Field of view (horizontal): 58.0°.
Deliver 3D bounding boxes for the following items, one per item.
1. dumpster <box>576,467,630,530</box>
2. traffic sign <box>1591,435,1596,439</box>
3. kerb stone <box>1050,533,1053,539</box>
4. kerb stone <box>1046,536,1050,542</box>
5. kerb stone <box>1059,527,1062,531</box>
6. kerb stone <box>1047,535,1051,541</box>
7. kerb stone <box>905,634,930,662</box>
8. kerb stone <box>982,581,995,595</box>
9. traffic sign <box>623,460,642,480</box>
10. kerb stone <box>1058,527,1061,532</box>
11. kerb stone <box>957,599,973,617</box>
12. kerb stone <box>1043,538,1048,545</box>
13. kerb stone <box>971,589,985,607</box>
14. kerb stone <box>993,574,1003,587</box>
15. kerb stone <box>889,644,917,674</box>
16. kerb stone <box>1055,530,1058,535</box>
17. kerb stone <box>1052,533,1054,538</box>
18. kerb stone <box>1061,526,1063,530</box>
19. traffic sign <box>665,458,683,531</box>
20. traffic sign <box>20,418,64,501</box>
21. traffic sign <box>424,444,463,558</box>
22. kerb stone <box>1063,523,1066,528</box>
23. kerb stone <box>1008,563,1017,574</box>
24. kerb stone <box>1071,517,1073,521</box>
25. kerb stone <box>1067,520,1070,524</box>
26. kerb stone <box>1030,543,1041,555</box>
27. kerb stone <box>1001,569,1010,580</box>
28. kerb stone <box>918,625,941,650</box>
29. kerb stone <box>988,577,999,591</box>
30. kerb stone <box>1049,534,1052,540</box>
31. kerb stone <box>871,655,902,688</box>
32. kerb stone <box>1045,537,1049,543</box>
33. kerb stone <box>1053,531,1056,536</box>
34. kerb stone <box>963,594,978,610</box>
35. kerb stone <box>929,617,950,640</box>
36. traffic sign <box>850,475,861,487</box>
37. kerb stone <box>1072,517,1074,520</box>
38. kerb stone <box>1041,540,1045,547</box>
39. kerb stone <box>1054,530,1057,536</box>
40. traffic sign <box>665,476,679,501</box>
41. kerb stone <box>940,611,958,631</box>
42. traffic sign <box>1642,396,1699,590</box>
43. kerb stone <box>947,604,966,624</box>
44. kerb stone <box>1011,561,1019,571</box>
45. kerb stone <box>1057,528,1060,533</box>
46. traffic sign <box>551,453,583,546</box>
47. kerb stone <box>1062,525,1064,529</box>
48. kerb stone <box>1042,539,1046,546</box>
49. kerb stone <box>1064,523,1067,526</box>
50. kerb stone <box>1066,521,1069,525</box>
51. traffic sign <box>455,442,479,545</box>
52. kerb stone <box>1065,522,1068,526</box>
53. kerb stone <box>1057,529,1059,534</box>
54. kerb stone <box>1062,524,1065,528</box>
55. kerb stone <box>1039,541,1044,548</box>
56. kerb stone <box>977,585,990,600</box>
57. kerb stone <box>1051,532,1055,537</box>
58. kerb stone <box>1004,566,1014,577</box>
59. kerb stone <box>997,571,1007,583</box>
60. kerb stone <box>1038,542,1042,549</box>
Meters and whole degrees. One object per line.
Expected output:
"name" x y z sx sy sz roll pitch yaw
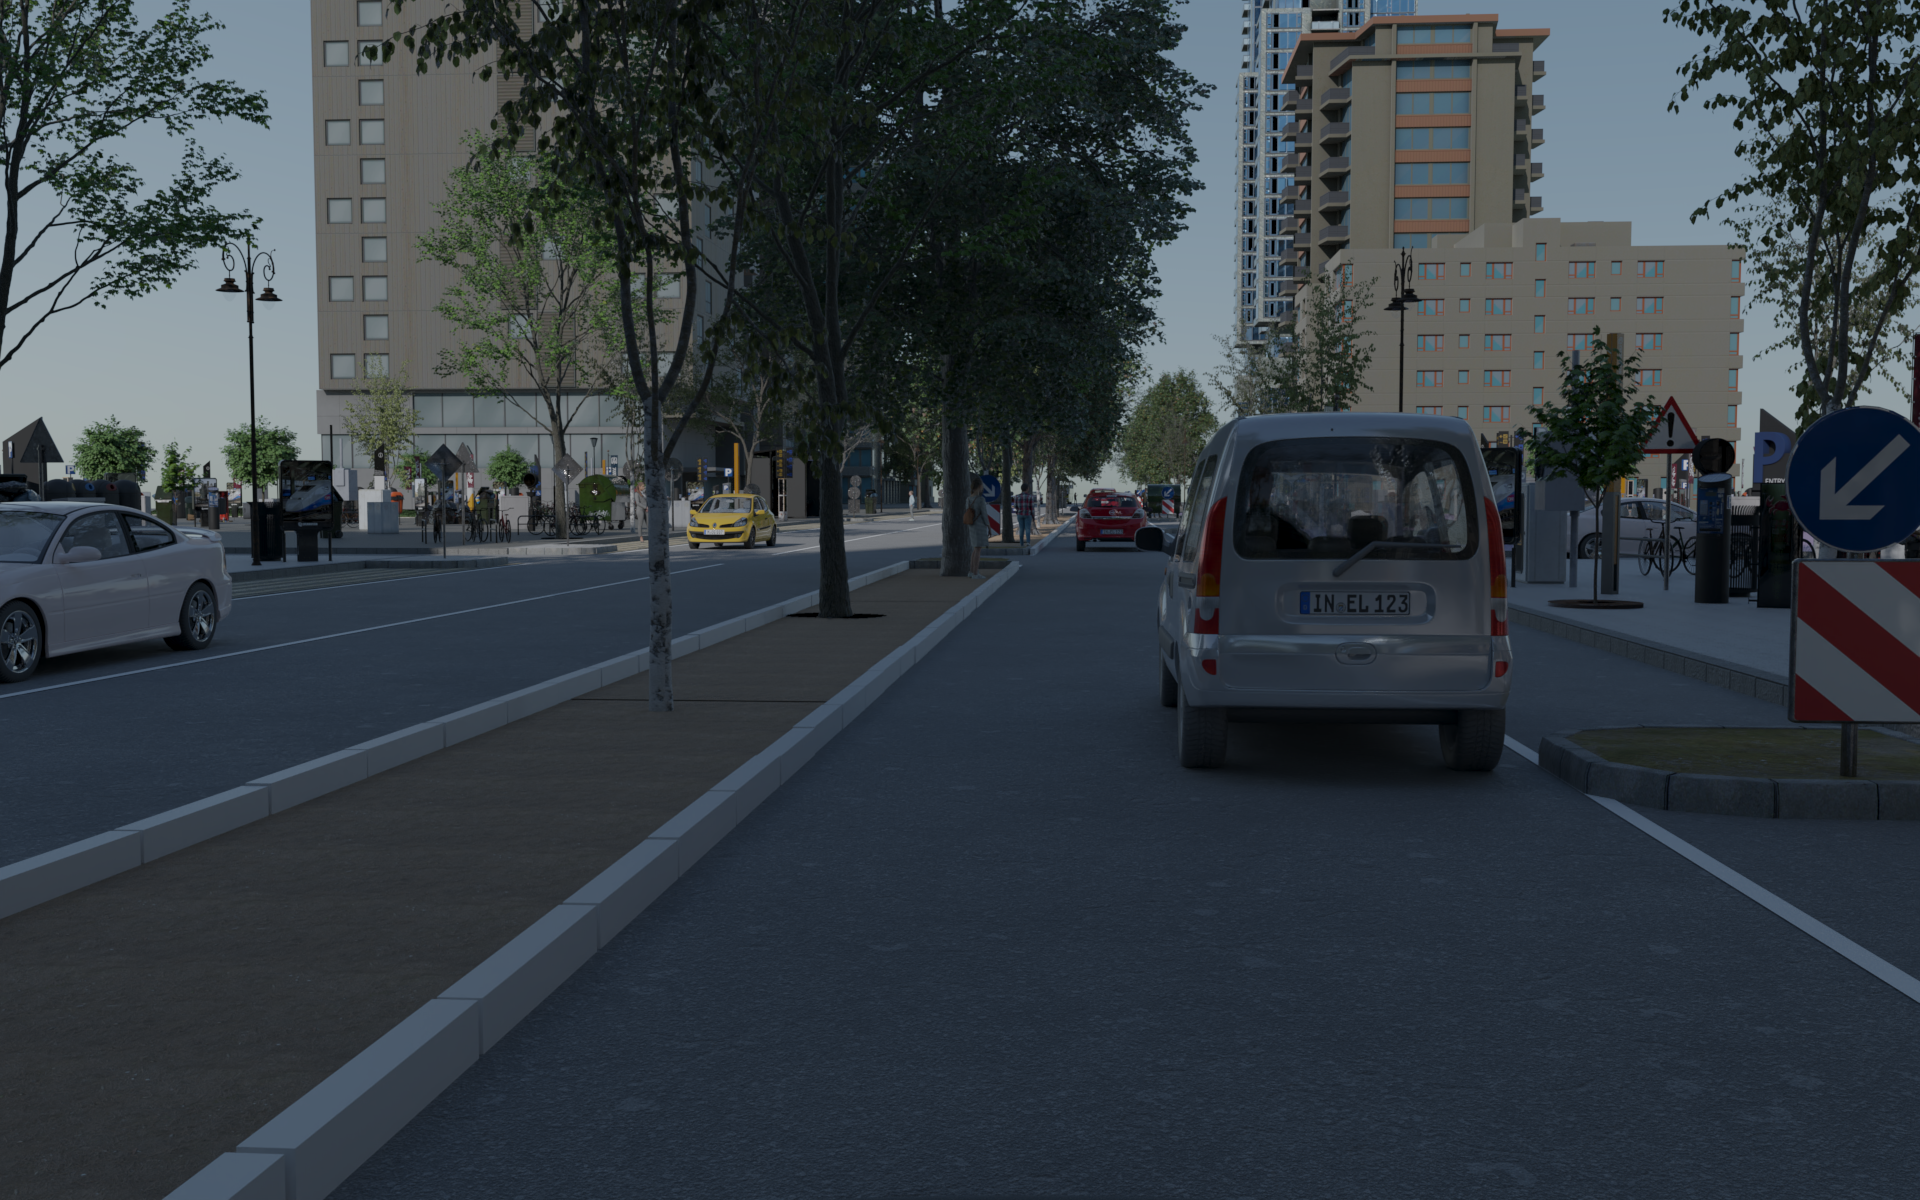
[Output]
"dumpster" -12.795 -3.644 62.069 1.502 2.255 1.985 0 4 5
"traffic sign" 9.754 -1.470 26.158 0.606 2.300 0.079 1 4 11
"kerb stone" 2.679 -1.854 52.511 0.120 0.150 1.000 0 4 5
"kerb stone" 2.427 -1.667 49.449 0.120 0.150 1.000 0 4 5
"kerb stone" 3.517 -2.478 62.718 0.120 0.150 1.000 0 4 5
"kerb stone" 2.507 -1.729 50.467 0.120 0.150 1.000 0 4 5
"kerb stone" -0.392 0.434 15.144 0.120 0.150 1.000 0 4 5
"kerb stone" 0.360 -0.133 24.373 0.120 0.150 1.000 0 4 5
"traffic sign" -12.077 -3.899 63.859 0.768 2.556 0.104 1 4 11
"kerb stone" 3.424 -2.413 61.698 0.120 0.150 1.000 0 4 5
"kerb stone" 0.027 0.119 20.254 0.120 0.150 1.000 0 4 5
"kerb stone" 2.255 -1.541 47.398 0.120 0.150 1.000 0 4 5
"kerb stone" 0.198 -0.007 22.310 0.120 0.150 1.000 0 4 5
"kerb stone" 0.524 -0.254 26.411 0.120 0.150 1.000 0 4 5
"kerb stone" -0.487 0.495 14.121 0.120 0.150 1.000 0 4 5
"kerb stone" 3.090 -2.166 57.611 0.120 0.150 1.000 0 4 5
"kerb stone" 2.758 -1.917 53.531 0.120 0.150 1.000 0 4 5
"kerb stone" 3.693 -2.603 64.754 0.120 0.150 1.000 0 4 5
"traffic sign" -10.016 -3.686 60.367 0.768 2.556 0.104 1 4 11
"traffic sign" -15.640 -1.804 29.497 0.884 2.594 0.081 1 4 14
"traffic sign" -10.266 -1.885 34.457 0.795 2.450 0.064 0 4 5
"kerb stone" 4.101 -2.915 69.861 0.120 0.150 1.000 0 4 5
"kerb stone" 0.869 -0.508 30.505 0.120 0.150 1.000 0 4 5
"kerb stone" 5.438 -3.915 86.213 0.120 0.150 1.000 0 4 5
"kerb stone" 4.691 -3.353 77.020 0.120 0.150 1.000 0 4 5
"kerb stone" 1.834 -1.229 42.296 0.120 0.150 1.000 0 4 5
"kerb stone" 0.693 -0.379 28.462 0.120 0.150 1.000 0 4 5
"kerb stone" -0.312 0.371 16.164 0.120 0.150 1.000 0 4 5
"kerb stone" 0.448 -0.195 25.391 0.120 0.150 1.000 0 4 5
"kerb stone" 2.595 -1.791 51.487 0.120 0.150 1.000 0 4 5
"kerb stone" -0.572 0.556 13.102 0.120 0.150 1.000 0 4 5
"kerb stone" 2.345 -1.604 48.426 0.120 0.150 1.000 0 4 5
"kerb stone" 2.919 -2.041 55.569 0.120 0.150 1.000 0 4 5
"kerb stone" 0.100 0.056 21.277 0.120 0.150 1.000 0 4 5
"kerb stone" -0.230 0.307 17.183 0.120 0.150 1.000 0 4 5
"traffic sign" -7.079 -7.185 117.579 0.768 2.556 0.104 0 4 7
"kerb stone" 5.539 -3.978 87.235 0.120 0.150 1.000 0 4 5
"kerb stone" 2.083 -1.416 45.351 0.120 0.150 1.000 0 4 5
"kerb stone" 3.006 -2.104 56.593 0.120 0.150 1.000 0 4 5
"traffic sign" -11.602 -4.258 69.718 0.768 2.556 0.104 1 4 13
"kerb stone" -0.151 0.249 18.210 0.120 0.150 1.000 0 4 5
"traffic sign" 9.423 -1.409 23.037 0.884 2.594 0.081 1 4 9
"kerb stone" -0.066 0.181 19.236 0.120 0.150 1.000 0 4 5
"kerb stone" 0.953 -0.571 31.524 0.120 0.150 1.000 0 4 5
"kerb stone" 3.347 -2.353 60.666 0.120 0.150 1.000 0 4 5
"traffic sign" -9.612 -2.371 42.415 0.795 2.450 0.064 0 4 5
"kerb stone" 3.851 -2.727 66.792 0.120 0.150 1.000 0 4 5
"kerb stone" 2.169 -1.479 46.379 0.120 0.150 1.000 0 4 5
"kerb stone" 4.188 -2.976 70.879 0.120 0.150 1.000 0 4 5
"kerb stone" 4.526 -3.226 74.979 0.120 0.150 1.000 0 4 5
"traffic sign" -12.443 -2.652 43.364 0.884 2.594 0.081 1 4 14
"kerb stone" 4.354 -3.103 72.934 0.120 0.150 1.000 0 4 5
"kerb stone" 3.266 -2.290 59.647 0.120 0.150 1.000 0 4 5
"kerb stone" 3.927 -2.791 67.824 0.120 0.150 1.000 0 4 5
"kerb stone" 2.001 -1.353 44.333 0.120 0.150 1.000 0 4 5
"kerb stone" 0.275 -0.070 23.344 0.120 0.150 1.000 0 4 5
"kerb stone" 2.843 -1.974 54.550 0.120 0.150 1.000 0 4 5
"kerb stone" 0.784 -0.445 29.486 0.120 0.150 1.000 0 4 5
"kerb stone" 0.611 -0.321 27.436 0.120 0.150 1.000 0 4 5
"kerb stone" 1.921 -1.292 43.314 0.120 0.150 1.000 0 4 5
